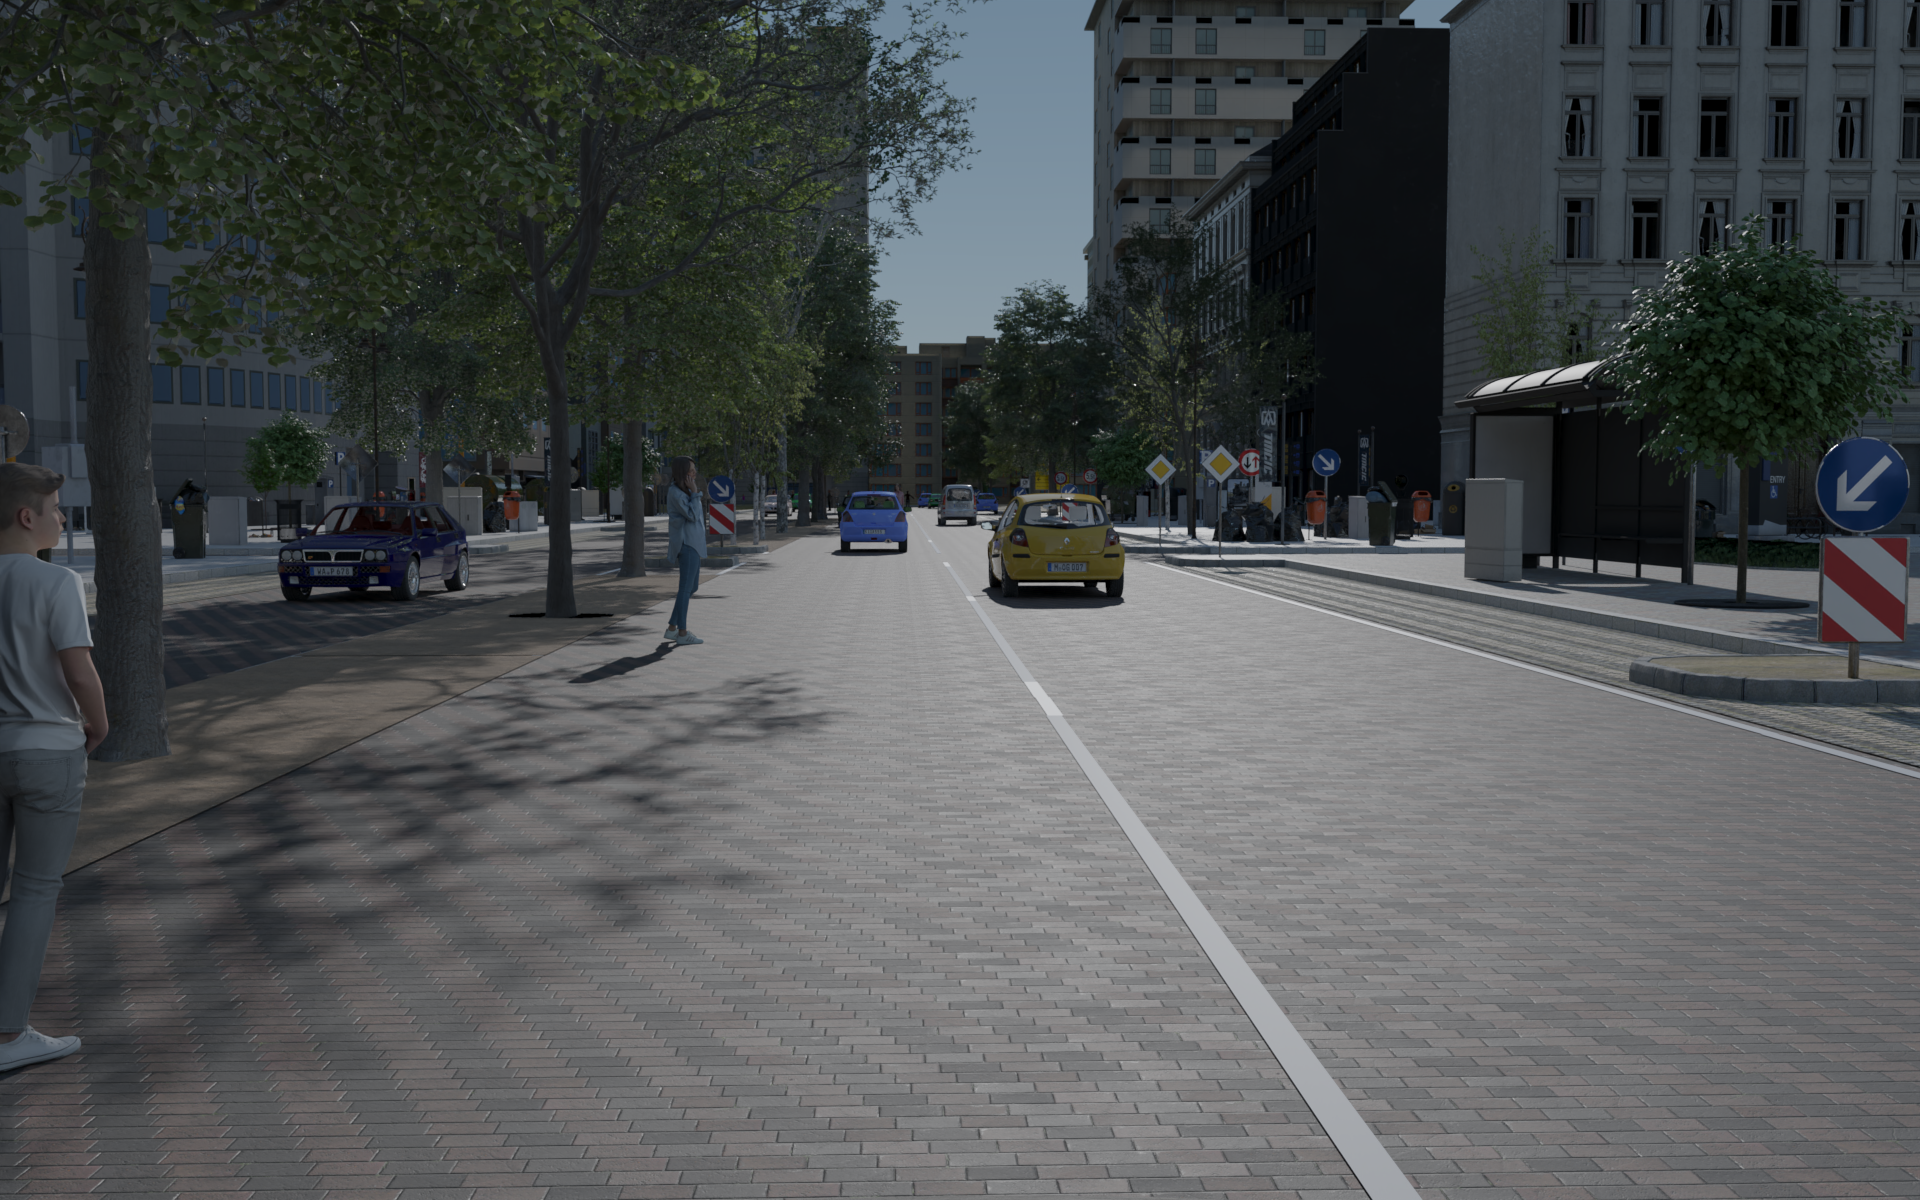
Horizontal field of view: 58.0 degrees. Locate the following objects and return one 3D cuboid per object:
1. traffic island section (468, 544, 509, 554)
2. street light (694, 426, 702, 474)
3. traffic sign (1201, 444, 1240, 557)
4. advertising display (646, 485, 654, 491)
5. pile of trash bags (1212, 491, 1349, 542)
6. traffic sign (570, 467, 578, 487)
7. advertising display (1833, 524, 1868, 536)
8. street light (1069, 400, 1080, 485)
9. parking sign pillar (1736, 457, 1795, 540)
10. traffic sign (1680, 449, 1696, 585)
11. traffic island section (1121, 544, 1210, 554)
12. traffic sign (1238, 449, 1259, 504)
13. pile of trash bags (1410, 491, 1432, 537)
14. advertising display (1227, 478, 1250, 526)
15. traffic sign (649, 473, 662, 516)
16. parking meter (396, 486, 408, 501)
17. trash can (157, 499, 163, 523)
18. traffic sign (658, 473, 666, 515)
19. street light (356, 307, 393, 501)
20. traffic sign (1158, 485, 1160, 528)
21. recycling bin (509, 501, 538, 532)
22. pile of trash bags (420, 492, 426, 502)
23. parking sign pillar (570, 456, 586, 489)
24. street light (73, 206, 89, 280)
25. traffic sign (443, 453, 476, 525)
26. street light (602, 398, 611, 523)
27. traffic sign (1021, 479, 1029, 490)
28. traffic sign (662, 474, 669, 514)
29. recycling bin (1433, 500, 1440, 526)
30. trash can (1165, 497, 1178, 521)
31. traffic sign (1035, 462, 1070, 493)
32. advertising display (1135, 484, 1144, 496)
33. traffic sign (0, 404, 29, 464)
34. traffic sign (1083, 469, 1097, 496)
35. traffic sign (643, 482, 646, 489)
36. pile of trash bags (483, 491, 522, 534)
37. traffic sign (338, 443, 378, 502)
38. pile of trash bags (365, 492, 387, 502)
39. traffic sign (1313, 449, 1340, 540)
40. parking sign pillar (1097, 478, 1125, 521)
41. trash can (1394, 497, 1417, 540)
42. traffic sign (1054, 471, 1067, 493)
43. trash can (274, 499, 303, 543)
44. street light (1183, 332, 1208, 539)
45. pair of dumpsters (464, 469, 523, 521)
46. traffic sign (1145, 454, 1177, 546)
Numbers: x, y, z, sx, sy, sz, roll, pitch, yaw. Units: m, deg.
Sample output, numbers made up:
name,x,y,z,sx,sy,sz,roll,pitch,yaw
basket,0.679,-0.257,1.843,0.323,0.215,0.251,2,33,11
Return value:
name,x,y,z,sx,sy,sz,roll,pitch,yaw
traffic island section,-12.280,-1.236,42.493,2.009,0.180,2.903,0,4,-2
street light,-16.702,-8.445,110.860,0.468,5.910,1.993,0,4,-2
traffic sign,5.267,-1.921,35.057,0.795,2.450,0.064,0,4,-2
advertising display,-19.688,-6.385,109.608,0.974,1.923,0.123,-2,4,-30
pile of trash bags,8.682,-2.302,47.391,3.447,1.369,1.912,-2,4,-32
traffic sign,-18.072,-4.904,80.285,0.768,2.556,0.104,0,4,-1
advertising display,23.567,-2.482,45.787,0.974,1.923,0.123,0,4,1
street light,5.548,-6.786,83.740,0.468,5.910,1.993,0,4,-2
parking sign pillar,21.494,-3.525,46.110,1.447,3.967,1.447,-2,4,-34
traffic sign,10.282,-1.480,24.303,0.768,2.556,0.104,0,4,1
traffic island section,5.000,-1.274,43.115,2.009,0.180,2.903,0,4,-2
traffic sign,8.190,-2.973,48.708,0.768,2.556,0.104,0,4,6
pile of trash bags,12.379,-2.570,51.779,3.447,1.369,1.912,0,4,-1
advertising display,11.350,-3.999,70.595,0.974,1.923,0.123,2,4,30
traffic sign,-18.008,-6.253,102.339,0.768,2.556,0.104,0,4,3
parking meter,-18.260,-2.952,56.684,0.372,1.533,0.369,0,3,0
trash can,-25.250,-2.594,54.073,0.748,1.137,0.748,0,3,0
traffic sign,-18.510,-6.525,106.784,0.768,2.556,0.104,0,4,7
street light,-14.344,-4.265,42.527,0.468,5.910,1.993,0,4,-2
traffic sign,7.538,-3.935,65.528,0.795,2.450,0.064,0,4,-1
recycling bin,-15.038,-2.881,59.656,0.722,1.027,0.722,-3,5,-44
pile of trash bags,-29.994,-5.294,96.313,1.912,1.369,3.447,-1,4,-15
parking sign pillar,-25.805,-7.795,115.919,1.447,3.967,1.447,3,5,39
street light,-13.758,-3.386,28.147,0.468,5.910,1.993,0,4,-2
traffic sign,-12.257,-2.372,42.432,0.795,2.450,0.064,0,4,-2
street light,-15.594,-6.360,76.775,0.468,5.910,1.993,0,4,-2
traffic sign,4.365,-6.978,116.217,0.606,2.300,0.079,0,4,4
traffic sign,-18.733,-6.684,109.382,0.768,2.556,0.104,0,4,3
recycling bin,19.621,-3.515,70.022,0.722,1.027,0.722,-1,4,-16
trash can,10.057,-4.302,81.995,0.748,1.137,0.748,0,3,0
traffic sign,5.939,-7.190,111.435,2.265,3.308,0.079,0,4,2
advertising display,11.228,-6.304,108.291,0.123,1.923,0.974,3,4,38
traffic sign,-13.585,-1.498,24.606,0.768,2.556,0.104,0,4,5
traffic sign,6.480,-5.256,86.045,0.768,2.556,0.104,0,4,3
traffic sign,-18.226,-6.138,94.225,2.265,3.308,0.079,0,4,0
pile of trash bags,-15.632,-2.893,57.060,3.447,1.369,1.912,3,4,37
traffic sign,-11.967,-1.884,34.452,0.795,2.450,0.064,0,4,-2
pile of trash bags,-21.482,-3.344,64.420,1.912,1.369,3.447,-1,4,-15
traffic sign,10.307,-2.978,48.792,0.768,2.556,0.104,0,4,6
parking sign pillar,7.317,-5.844,84.019,1.447,3.967,1.447,1,4,13
trash can,12.504,-2.280,48.924,0.748,1.137,0.748,0,3,0
traffic sign,5.649,-5.944,97.296,0.768,2.556,0.104,0,4,-1
trash can,-17.636,-2.072,45.536,0.748,1.137,0.748,0,3,0
street light,6.737,-4.702,49.658,0.468,5.910,1.993,0,4,-2
pair of dumpsters,-17.507,-3.798,64.593,1.574,2.255,4.437,0,4,-2
traffic sign,4.976,-2.409,43.037,0.795,2.450,0.064,0,4,-2
